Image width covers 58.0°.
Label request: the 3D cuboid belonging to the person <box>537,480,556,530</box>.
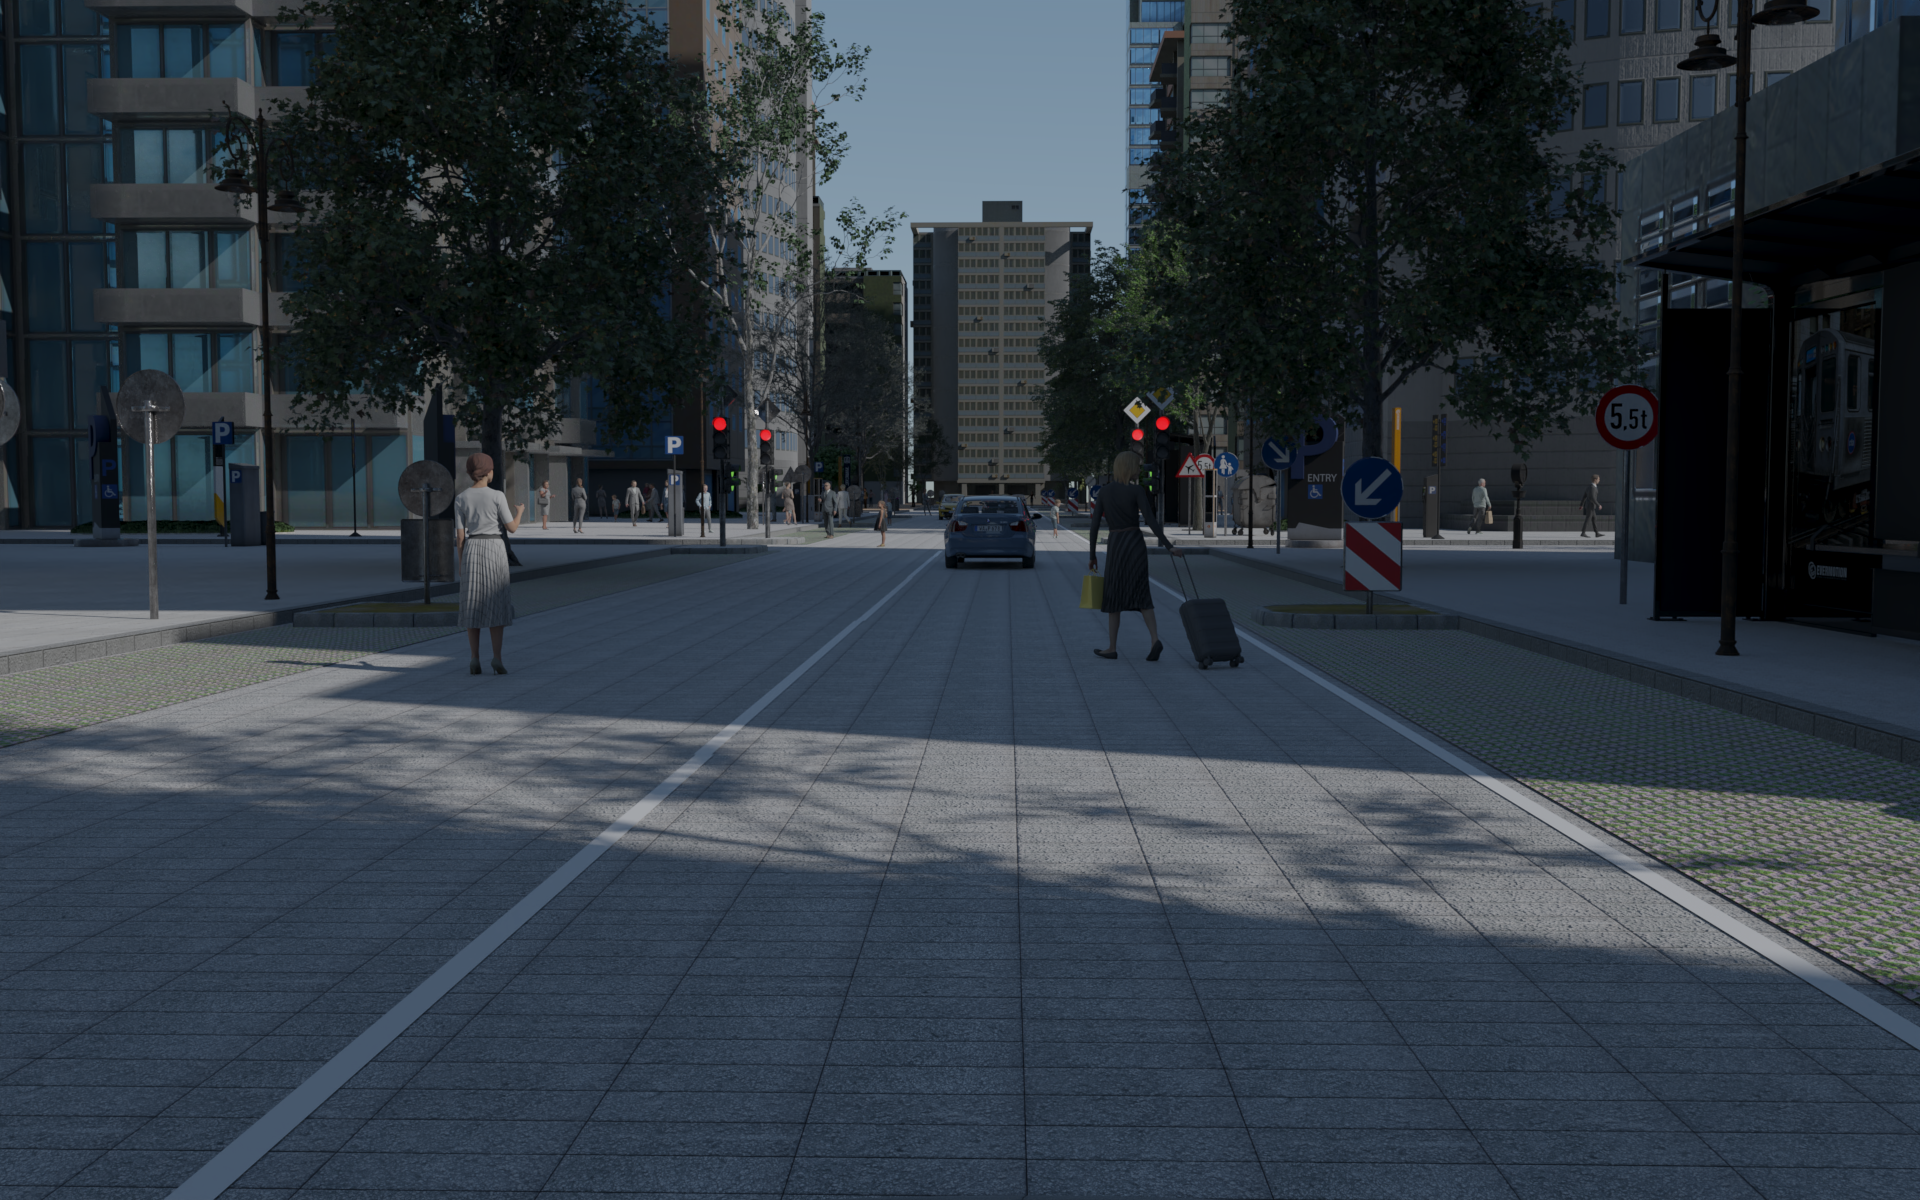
[{"bbox_3d":[-14.922,-3.425,62.407,0.532,1.782,0.716,1,4,23],"label":"person"}]

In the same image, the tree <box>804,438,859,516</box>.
[{"bbox_3d":[-7.518,-7.161,100.795,4.285,4.588,4.351,0,3,0],"label":"tree"}]

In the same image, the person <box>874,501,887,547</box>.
[{"bbox_3d":[-2.152,-2.066,46.947,0.373,1.253,0.362,0,4,5],"label":"person"}]

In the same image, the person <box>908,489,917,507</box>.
[{"bbox_3d":[-4.569,-9.904,168.118,0.705,1.807,1.348,-3,5,-41],"label":"person"}]

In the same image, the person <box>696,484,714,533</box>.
[{"bbox_3d":[-8.448,-3.026,57.328,0.589,1.601,0.330,-2,4,-29],"label":"person"}]

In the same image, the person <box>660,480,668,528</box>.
[{"bbox_3d":[-11.025,-3.649,65.727,0.581,1.822,0.654,2,4,26],"label":"person"}]

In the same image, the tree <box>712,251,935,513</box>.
[{"bbox_3d":[-7.486,-10.842,87.644,12.009,13.543,11.850,0,3,0],"label":"tree"}]

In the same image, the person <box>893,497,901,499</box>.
[{"bbox_3d":[-6.371,-10.160,175.384,0.991,1.433,0.599,-3,5,-42],"label":"person"}]

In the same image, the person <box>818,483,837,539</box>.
[{"bbox_3d":[-4.279,-2.874,55.658,0.661,1.801,0.590,2,4,25],"label":"person"}]

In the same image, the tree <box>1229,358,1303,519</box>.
[{"bbox_3d":[12.737,-7.323,70.101,4.360,8.622,3.978,0,3,0],"label":"tree"}]

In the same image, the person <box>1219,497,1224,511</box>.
[{"bbox_3d":[20.082,-7.646,134.319,1.065,1.426,0.557,1,4,20],"label":"person"}]

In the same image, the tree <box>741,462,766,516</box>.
[{"bbox_3d":[-12.020,-6.645,103.244,1.663,3.219,1.824,0,3,0],"label":"tree"}]

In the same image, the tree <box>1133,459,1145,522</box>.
[{"bbox_3d":[8.171,-5.230,80.117,1.663,3.219,1.824,0,3,0],"label":"tree"}]

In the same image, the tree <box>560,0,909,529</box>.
[{"bbox_3d":[-8.225,-12.559,61.231,12.611,20.169,13.585,0,3,0],"label":"tree"}]

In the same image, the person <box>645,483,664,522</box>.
[{"bbox_3d":[-13.973,-4.462,79.263,0.850,1.792,0.678,0,4,2],"label":"person"}]

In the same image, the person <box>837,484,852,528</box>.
[{"bbox_3d":[-4.870,-3.935,72.710,0.818,1.842,0.514,3,5,43],"label":"person"}]

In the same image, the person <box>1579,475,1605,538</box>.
[{"bbox_3d":[18.630,-2.758,50.921,0.755,1.850,0.659,0,4,8],"label":"person"}]

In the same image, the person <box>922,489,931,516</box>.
[{"bbox_3d":[-2.194,-6.540,115.705,0.573,1.790,0.520,2,4,28],"label":"person"}]

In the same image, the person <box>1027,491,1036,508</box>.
[{"bbox_3d":[7.212,-10.140,175.110,1.217,1.723,0.721,3,5,45],"label":"person"}]

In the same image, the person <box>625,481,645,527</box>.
[{"bbox_3d":[-12.858,-3.812,68.489,0.709,1.813,0.853,-3,4,-37],"label":"person"}]

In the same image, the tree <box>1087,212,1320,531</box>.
[{"bbox_3d":[8.484,-8.228,60.279,9.928,11.665,9.643,0,3,0],"label":"tree"}]

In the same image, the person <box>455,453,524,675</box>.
[{"bbox_3d":[-3.741,-0.289,13.789,0.480,1.755,0.524,0,4,1],"label":"person"}]

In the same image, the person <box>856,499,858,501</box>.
[{"bbox_3d":[-11.056,-10.944,184.615,1.348,1.869,0.705,-1,4,-20],"label":"person"}]

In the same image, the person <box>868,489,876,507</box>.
[{"bbox_3d":[-8.816,-10.022,170.610,1.217,1.736,0.721,2,4,27],"label":"person"}]

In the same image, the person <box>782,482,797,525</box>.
[{"bbox_3d":[-6.994,-3.961,71.138,0.599,1.781,0.374,1,4,15],"label":"person"}]

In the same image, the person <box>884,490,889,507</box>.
[{"bbox_3d":[-7.523,-10.421,177.093,0.551,1.740,0.621,2,4,30],"label":"person"}]

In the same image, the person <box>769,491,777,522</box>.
[{"bbox_3d":[-8.766,-4.546,80.558,0.466,1.800,0.511,0,4,-1],"label":"person"}]

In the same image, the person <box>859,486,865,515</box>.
[{"bbox_3d":[-6.143,-6.275,108.828,0.526,1.800,0.537,3,4,38],"label":"person"}]

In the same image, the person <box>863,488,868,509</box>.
[{"bbox_3d":[-8.265,-8.838,150.644,0.705,1.812,1.348,-2,4,-27],"label":"person"}]

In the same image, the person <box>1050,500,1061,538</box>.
[{"bbox_3d":[3.103,-2.642,56.377,0.352,1.250,0.332,0,4,5],"label":"person"}]

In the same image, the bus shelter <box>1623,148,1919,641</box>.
[{"bbox_3d":[7.439,-1.416,14.432,1.731,3.624,6.357,0,4,2],"label":"bus shelter"}]

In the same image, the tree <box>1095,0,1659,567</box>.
[{"bbox_3d":[7.130,-6.916,30.088,9.611,12.733,9.660,0,3,0],"label":"tree"}]

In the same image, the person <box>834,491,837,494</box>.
[{"bbox_3d":[-14.385,-11.720,198.222,0.990,1.755,0.434,0,4,-6],"label":"person"}]

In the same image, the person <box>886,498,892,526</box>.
[{"bbox_3d":[-3.242,-4.014,78.813,0.332,1.250,0.352,0,4,-5],"label":"person"}]

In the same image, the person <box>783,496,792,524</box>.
[{"bbox_3d":[-7.220,-3.794,73.086,0.382,1.210,0.505,2,4,27],"label":"person"}]

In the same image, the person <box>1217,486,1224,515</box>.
[{"bbox_3d":[15.903,-6.107,106.090,0.606,1.804,0.583,-2,4,-25],"label":"person"}]

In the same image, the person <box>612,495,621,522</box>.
[{"bbox_3d":[-15.574,-4.142,78.445,0.332,1.250,0.352,3,4,39],"label":"person"}]

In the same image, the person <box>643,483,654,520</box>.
[{"bbox_3d":[-15.303,-4.845,85.231,0.580,1.828,0.573,1,4,11],"label":"person"}]

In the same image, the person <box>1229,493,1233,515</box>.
[{"bbox_3d":[16.960,-6.151,106.706,0.778,1.811,0.616,0,4,1],"label":"person"}]

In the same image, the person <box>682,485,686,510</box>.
[{"bbox_3d":[-15.431,-5.475,95.739,0.728,1.800,0.709,-3,4,-37],"label":"person"}]

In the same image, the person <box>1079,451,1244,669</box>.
[{"bbox_3d":[1.652,-0.364,14.664,0.699,1.804,1.509,-2,4,-33],"label":"person"}]

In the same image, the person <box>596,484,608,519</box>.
[{"bbox_3d":[-18.704,-5.144,90.492,0.599,1.781,0.374,-1,4,-15],"label":"person"}]

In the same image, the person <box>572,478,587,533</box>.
[{"bbox_3d":[-12.401,-3.071,56.523,0.520,1.790,0.573,0,4,2],"label":"person"}]

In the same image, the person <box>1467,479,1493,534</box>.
[{"bbox_3d":[16.599,-2.976,55.180,0.515,1.767,0.782,-2,4,-32],"label":"person"}]

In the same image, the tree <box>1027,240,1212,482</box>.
[{"bbox_3d":[8.333,-11.083,87.869,9.857,13.997,8.962,0,3,0],"label":"tree"}]

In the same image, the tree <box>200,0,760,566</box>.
[{"bbox_3d":[-8.264,-6.945,30.552,9.611,12.733,9.660,0,3,0],"label":"tree"}]

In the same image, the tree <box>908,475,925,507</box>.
[{"bbox_3d":[-4.593,-10.978,174.091,1.663,3.219,1.824,0,3,0],"label":"tree"}]
